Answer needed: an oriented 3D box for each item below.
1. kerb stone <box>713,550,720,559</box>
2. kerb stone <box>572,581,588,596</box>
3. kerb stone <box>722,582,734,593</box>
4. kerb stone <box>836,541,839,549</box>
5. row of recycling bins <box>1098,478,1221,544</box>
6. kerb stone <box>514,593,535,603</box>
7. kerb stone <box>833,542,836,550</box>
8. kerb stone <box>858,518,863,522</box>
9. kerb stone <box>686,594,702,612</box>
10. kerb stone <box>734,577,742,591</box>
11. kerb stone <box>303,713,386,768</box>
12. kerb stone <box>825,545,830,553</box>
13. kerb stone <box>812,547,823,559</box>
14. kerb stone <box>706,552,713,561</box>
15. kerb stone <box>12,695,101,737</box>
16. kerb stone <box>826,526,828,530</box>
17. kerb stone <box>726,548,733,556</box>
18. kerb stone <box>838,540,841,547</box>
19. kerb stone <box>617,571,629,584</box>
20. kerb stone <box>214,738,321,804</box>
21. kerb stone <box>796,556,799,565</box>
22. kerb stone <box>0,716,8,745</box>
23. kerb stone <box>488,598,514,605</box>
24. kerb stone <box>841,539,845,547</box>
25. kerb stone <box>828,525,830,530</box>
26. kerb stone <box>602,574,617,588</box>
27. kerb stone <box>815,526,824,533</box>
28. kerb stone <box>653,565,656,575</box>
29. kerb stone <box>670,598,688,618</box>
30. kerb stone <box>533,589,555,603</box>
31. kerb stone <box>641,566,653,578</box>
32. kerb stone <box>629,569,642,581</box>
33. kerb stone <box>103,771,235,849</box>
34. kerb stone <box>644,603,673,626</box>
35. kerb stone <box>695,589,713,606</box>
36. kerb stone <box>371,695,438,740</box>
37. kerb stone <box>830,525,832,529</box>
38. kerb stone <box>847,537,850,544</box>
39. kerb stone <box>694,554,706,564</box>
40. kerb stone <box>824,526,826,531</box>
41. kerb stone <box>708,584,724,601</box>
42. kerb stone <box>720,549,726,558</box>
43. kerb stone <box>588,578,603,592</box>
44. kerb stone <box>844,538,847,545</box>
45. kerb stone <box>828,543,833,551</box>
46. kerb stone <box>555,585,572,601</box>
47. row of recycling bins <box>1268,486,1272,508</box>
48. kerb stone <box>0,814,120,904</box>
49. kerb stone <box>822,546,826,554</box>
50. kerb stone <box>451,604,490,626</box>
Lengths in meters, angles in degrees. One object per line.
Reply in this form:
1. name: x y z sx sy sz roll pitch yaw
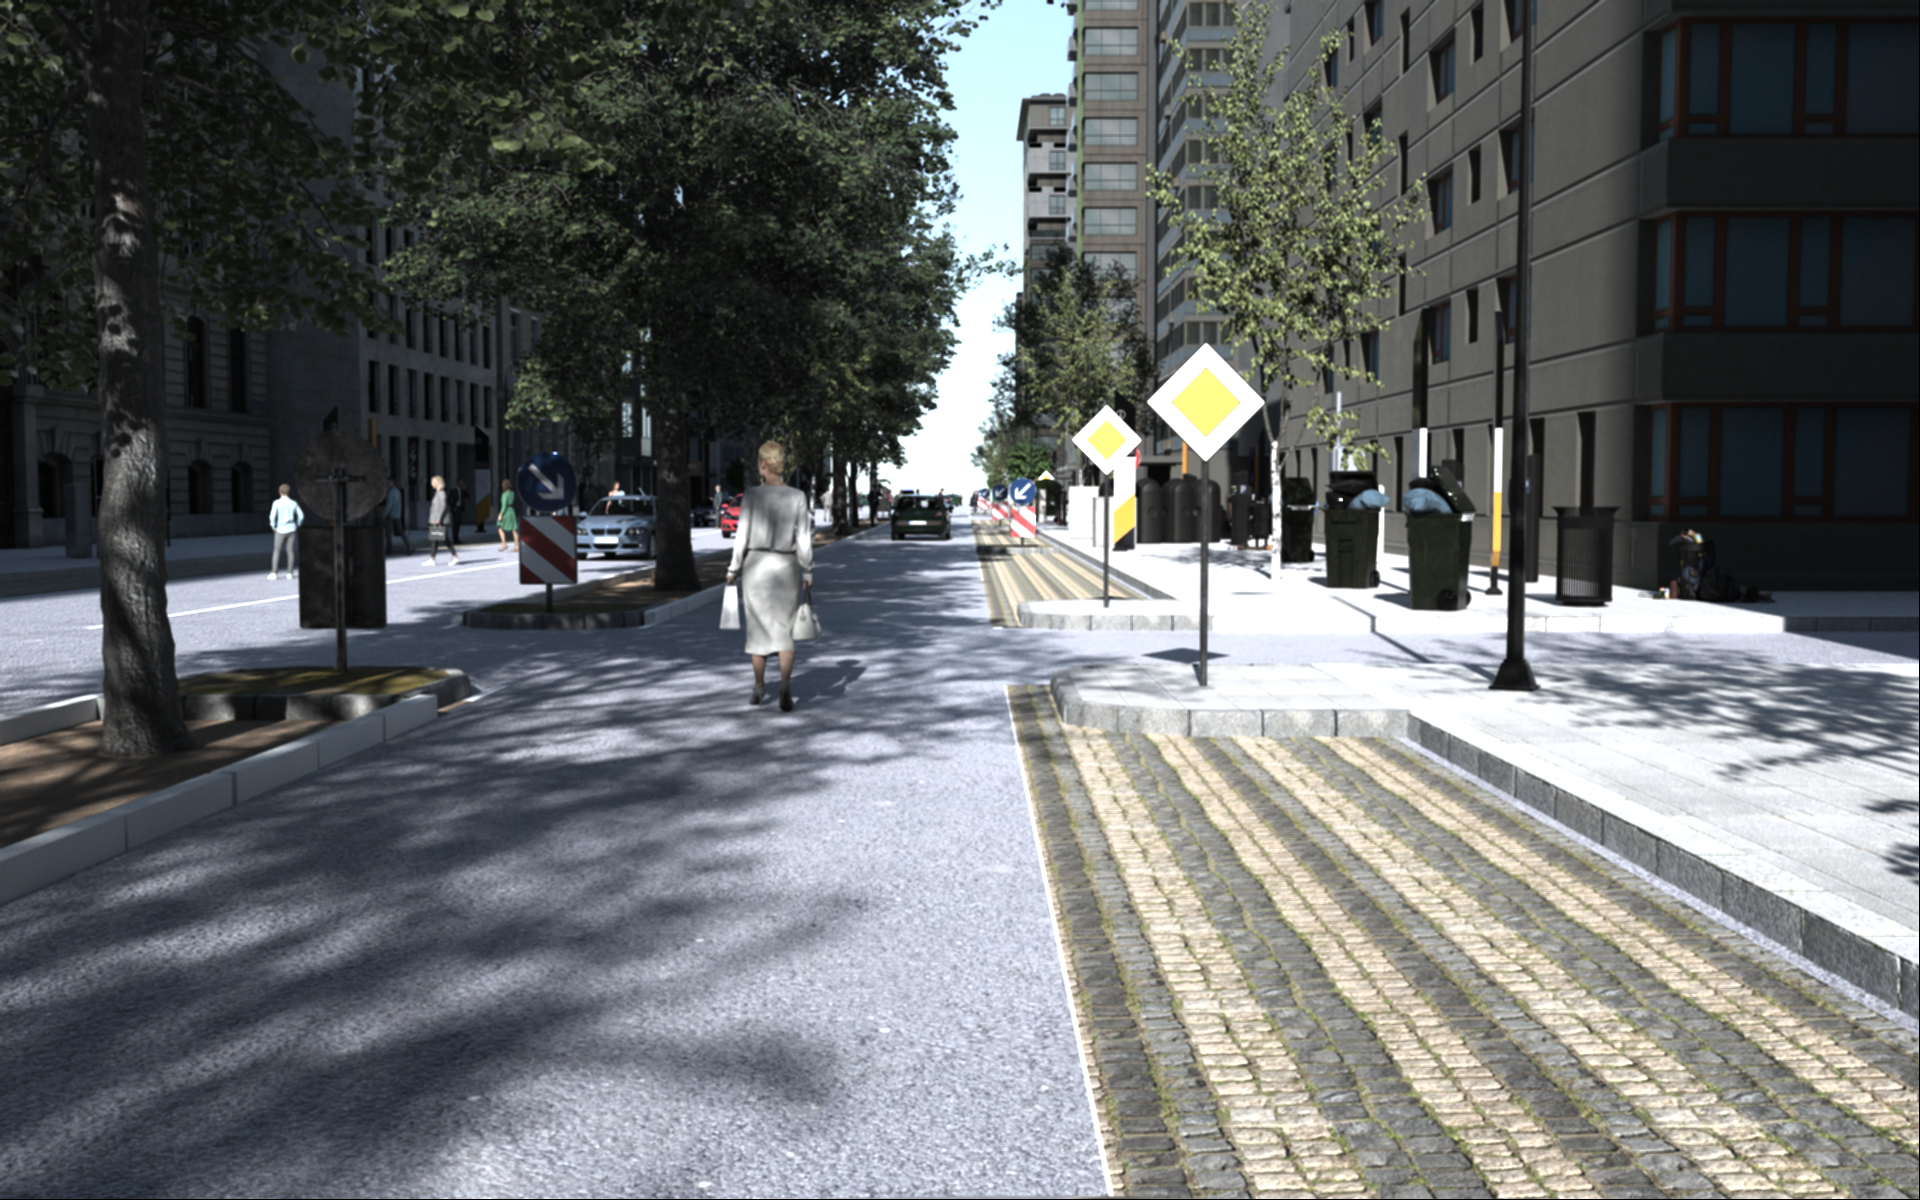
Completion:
1. kerb stone: -5.425 -0.954 37.801 0.120 0.150 1.000 0 4 0
2. kerb stone: -5.466 -0.136 24.480 0.120 0.150 1.000 0 4 0
3. kerb stone: -3.360 -0.140 24.485 0.120 0.150 1.000 0 4 0
4. kerb stone: -3.303 -1.390 44.965 0.120 0.150 1.000 0 4 0
5. row of recycling bins: 5.269 -2.334 45.272 3.534 1.692 1.069 -2 4 -25
6. kerb stone: -5.473 0.049 21.398 0.120 0.150 1.000 0 4 0
7. kerb stone: -3.308 -1.330 43.943 0.120 0.150 1.000 0 4 0
8. kerb stone: -5.273 -4.338 93.125 0.120 0.150 1.000 0 4 0
9. kerb stone: -3.359 0.056 21.414 0.120 0.150 1.000 0 4 0
10. kerb stone: -3.358 -0.203 25.507 0.120 0.150 1.000 0 4 0
11. kerb stone: -3.402 0.775 9.532 0.120 0.150 1.000 0 4 0
12. kerb stone: -3.313 -1.201 41.893 0.120 0.150 1.000 0 4 0
13. kerb stone: -3.314 -1.071 39.847 0.120 0.150 1.000 0 4 0
14. kerb stone: -5.432 -0.892 36.779 0.120 0.150 1.000 0 4 0
15. kerb stone: -5.505 0.711 10.581 0.120 0.150 1.000 0 4 0
16. kerb stone: -5.340 -2.771 67.525 0.120 0.150 1.000 0 4 0
17. kerb stone: -5.417 -1.079 39.845 0.120 0.150 1.000 0 4 0
18. kerb stone: -3.310 -1.455 45.987 0.120 0.150 1.000 0 4 0
19. kerb stone: -5.461 -0.328 27.555 0.120 0.150 1.000 0 4 0
20. kerb stone: -3.400 0.837 8.504 0.120 0.150 1.000 0 4 0
21. kerb stone: -3.325 -0.890 36.778 0.120 0.150 1.000 0 4 0
22. kerb stone: -5.493 0.776 9.559 0.120 0.150 1.000 0 4 0
23. kerb stone: -5.468 0.111 20.376 0.120 0.150 1.000 0 4 0
24. kerb stone: -3.292 -1.518 47.017 0.120 0.150 1.000 0 4 0
25. kerb stone: -5.342 -2.835 68.547 0.120 0.150 1.000 0 4 0
26. kerb stone: -5.449 -0.263 26.524 0.120 0.150 1.000 0 4 0
27. kerb stone: -5.347 -2.647 65.467 0.120 0.150 1.000 0 4 0
28. kerb stone: -5.441 -0.516 30.632 0.120 0.150 1.000 0 4 0
29. kerb stone: -3.369 0.111 20.385 0.120 0.150 1.000 0 4 0
30. kerb stone: -5.463 -0.013 22.430 0.120 0.150 1.000 0 4 0
31. kerb stone: -5.446 -0.452 29.610 0.120 0.150 1.000 0 4 0
32. kerb stone: -5.446 -0.389 28.583 0.120 0.150 1.000 0 4 0
33. kerb stone: -3.411 0.904 7.473 0.120 0.150 1.000 0 4 0
34. kerb stone: -3.378 0.174 19.357 0.120 0.150 1.000 0 4 0
35. kerb stone: -3.363 -0.012 22.436 0.120 0.150 1.000 0 4 0
36. kerb stone: -3.400 0.711 10.566 0.120 0.150 1.000 0 4 0
37. kerb stone: -5.328 -2.897 69.569 0.120 0.150 1.000 0 4 0
38. kerb stone: -3.290 -1.644 49.068 0.120 0.150 1.000 0 4 0
39. kerb stone: -5.433 -0.829 35.755 0.120 0.150 1.000 0 4 0
40. kerb stone: -5.346 -2.707 66.495 0.120 0.150 1.000 0 4 0
41. kerb stone: -3.361 -0.077 23.460 0.120 0.150 1.000 0 4 0
42. kerb stone: -5.425 -1.004 38.824 0.120 0.150 1.000 0 4 0
43. kerb stone: -5.461 -0.202 25.502 0.120 0.150 1.000 0 4 0
44. kerb stone: -3.298 -1.581 48.046 0.120 0.150 1.000 0 4 0
45. kerb stone: -3.308 -1.268 42.921 0.120 0.150 1.000 0 4 0
46. kerb stone: -5.463 -0.073 23.458 0.120 0.150 1.000 0 4 0
47. row of recycling bins: 12.150 -3.136 58.386 3.534 1.692 1.069 1 4 19
48. kerb stone: -3.409 0.963 6.444 0.120 0.150 1.000 0 4 0
49. kerb stone: -3.319 -1.140 40.868 0.120 0.150 1.000 0 4 0
50. kerb stone: -5.473 0.174 19.345 0.120 0.150 1.000 0 4 0
